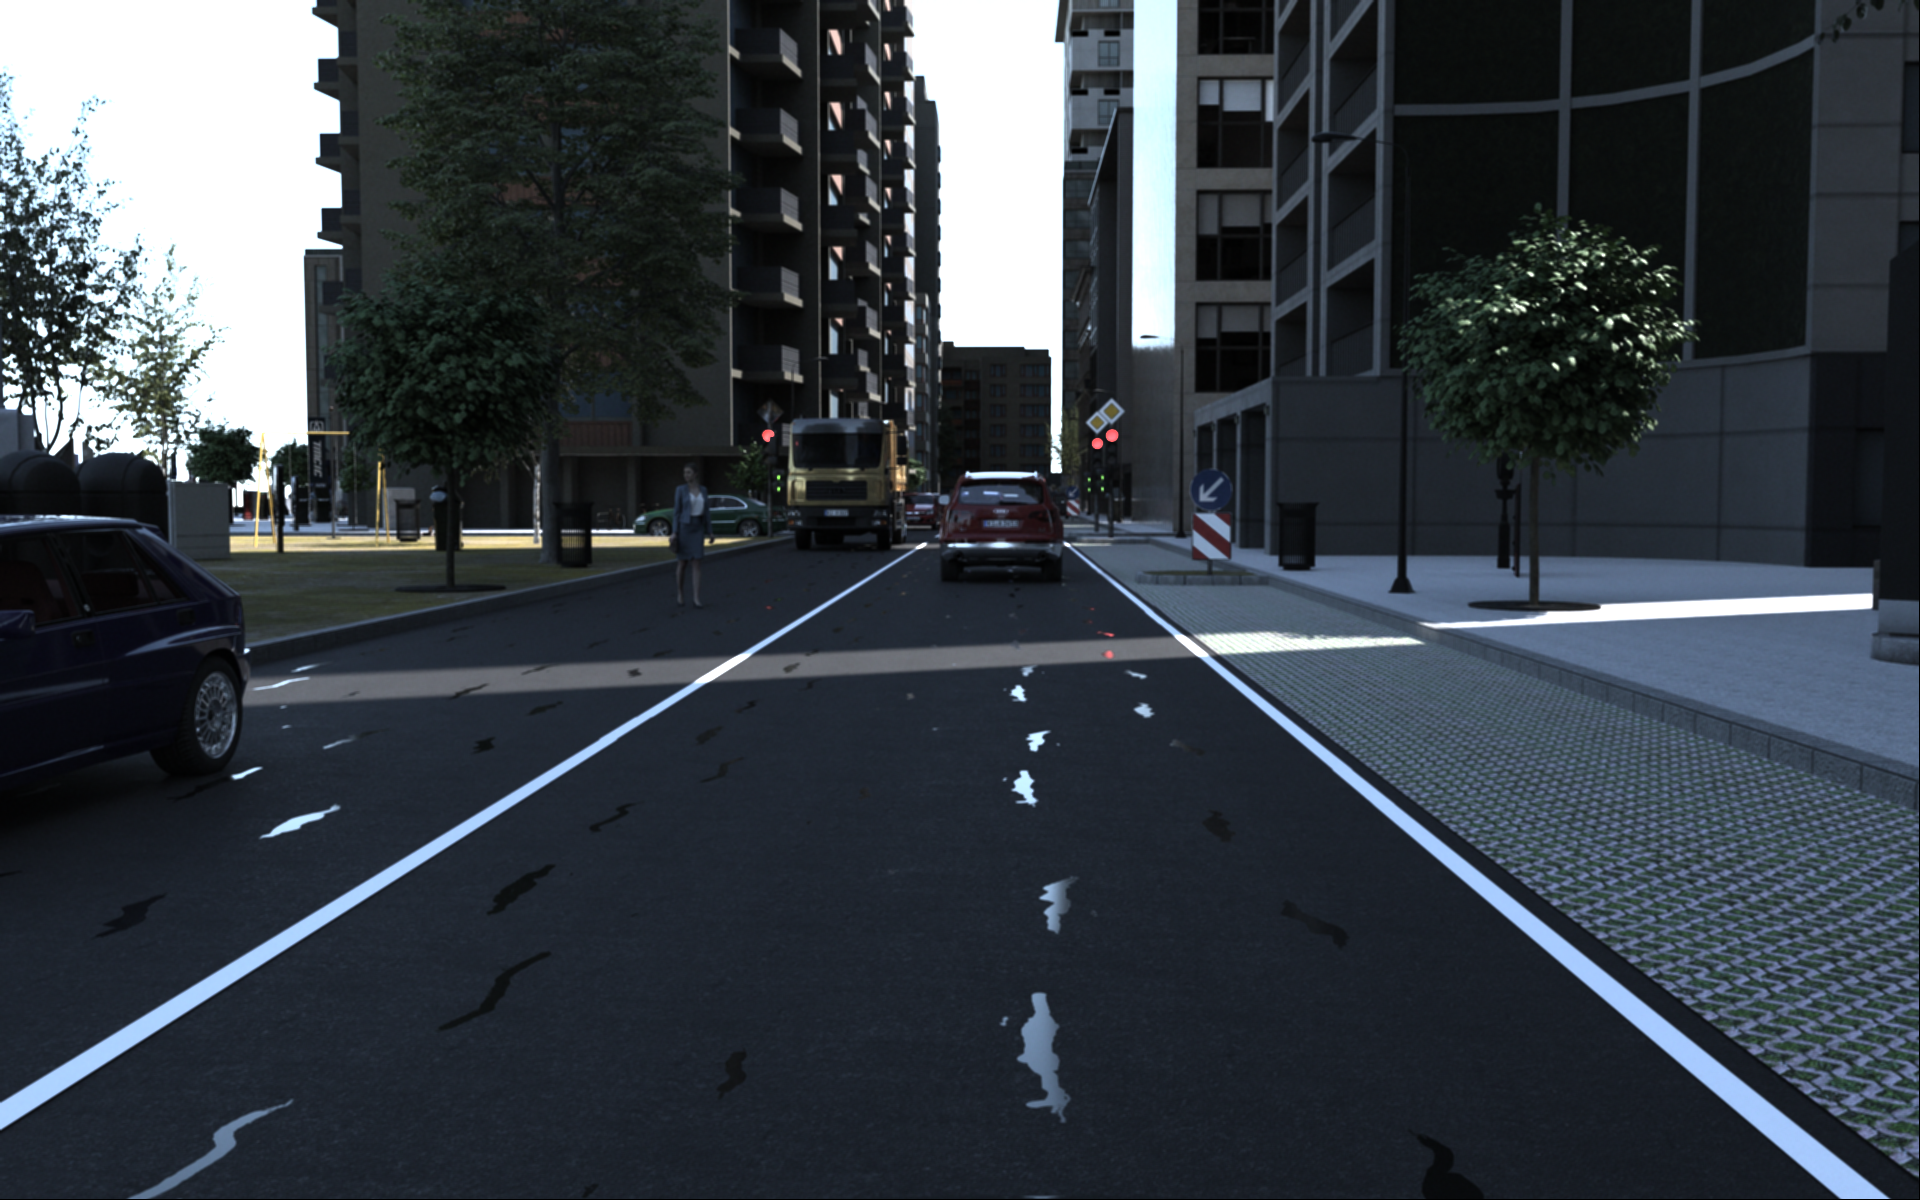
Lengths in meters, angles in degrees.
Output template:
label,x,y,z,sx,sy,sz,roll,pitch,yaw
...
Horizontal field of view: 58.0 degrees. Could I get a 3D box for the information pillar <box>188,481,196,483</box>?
label,x,y,z,sx,sy,sz,roll,pitch,yaw
information pillar,-44.568,-5.878,100.594,0.304,2.012,0.304,1,4,20

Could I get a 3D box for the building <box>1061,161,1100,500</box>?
label,x,y,z,sx,sy,sz,roll,pitch,yaw
building,15.930,-23.307,152.778,14.160,30.474,14.107,0,4,1

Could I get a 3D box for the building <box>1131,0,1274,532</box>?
label,x,y,z,sx,sy,sz,roll,pitch,yaw
building,24.391,-16.023,66.495,34.151,26.468,19.350,0,4,1

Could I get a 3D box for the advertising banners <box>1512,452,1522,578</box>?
label,x,y,z,sx,sy,sz,roll,pitch,yaw
advertising banners,8.678,-1.877,26.880,0.090,3.025,2.074,1,4,16

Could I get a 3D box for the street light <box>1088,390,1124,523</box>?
label,x,y,z,sx,sy,sz,roll,pitch,yaw
street light,6.610,-6.404,77.241,1.470,5.913,1.316,0,4,1

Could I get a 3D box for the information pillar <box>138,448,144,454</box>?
label,x,y,z,sx,sy,sz,roll,pitch,yaw
information pillar,-41.841,-5.938,88.448,0.183,3.616,0.504,2,4,32

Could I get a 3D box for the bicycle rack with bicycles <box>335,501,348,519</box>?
label,x,y,z,sx,sy,sz,roll,pitch,yaw
bicycle rack with bicycles,-31.009,-4.609,88.734,2.852,0.926,2.925,1,4,16

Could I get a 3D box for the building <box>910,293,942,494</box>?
label,x,y,z,sx,sy,sz,roll,pitch,yaw
building,-16.348,-19.497,163.808,27.650,21.520,28.899,0,4,1

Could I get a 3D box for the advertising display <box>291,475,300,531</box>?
label,x,y,z,sx,sy,sz,roll,pitch,yaw
advertising display,-23.218,-3.382,60.503,0.123,1.923,0.974,-2,4,-30

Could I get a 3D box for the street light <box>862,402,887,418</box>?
label,x,y,z,sx,sy,sz,roll,pitch,yaw
street light,-4.418,-7.057,87.923,1.470,5.913,1.316,0,4,1

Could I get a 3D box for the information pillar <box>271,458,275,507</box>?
label,x,y,z,sx,sy,sz,roll,pitch,yaw
information pillar,-38.019,-6.416,96.261,0.504,3.616,0.183,1,4,12

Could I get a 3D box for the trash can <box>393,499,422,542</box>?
label,x,y,z,sx,sy,sz,roll,pitch,yaw
trash can,-14.825,-2.133,46.525,0.748,1.137,0.748,0,3,0

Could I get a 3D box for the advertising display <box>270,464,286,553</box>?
label,x,y,z,sx,sy,sz,roll,pitch,yaw
advertising display,-14.968,-2.009,38.057,0.123,1.923,0.974,-2,4,-28

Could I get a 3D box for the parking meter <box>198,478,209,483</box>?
label,x,y,z,sx,sy,sz,roll,pitch,yaw
parking meter,-28.118,-3.595,64.494,0.399,1.863,0.255,-1,4,-15

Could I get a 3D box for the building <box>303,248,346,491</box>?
label,x,y,z,sx,sy,sz,roll,pitch,yaw
building,-67.740,-26.471,204.507,14.107,30.474,14.160,0,4,1

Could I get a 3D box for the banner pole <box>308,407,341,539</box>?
label,x,y,z,sx,sy,sz,roll,pitch,yaw
banner pole,-18.214,-3.643,49.578,0.863,3.779,0.401,-1,4,-20

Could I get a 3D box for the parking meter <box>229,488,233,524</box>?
label,x,y,z,sx,sy,sz,roll,pitch,yaw
parking meter,-31.529,-4.050,74.626,0.372,1.533,0.369,0,3,0

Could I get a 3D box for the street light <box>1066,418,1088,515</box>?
label,x,y,z,sx,sy,sz,roll,pitch,yaw
street light,7.312,-8.127,105.409,1.470,5.913,1.316,0,4,1

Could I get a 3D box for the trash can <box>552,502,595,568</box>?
label,x,y,z,sx,sy,sz,roll,pitch,yaw
trash can,-6.751,-1.140,30.287,0.748,1.137,0.748,0,3,0

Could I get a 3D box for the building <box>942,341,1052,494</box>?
label,x,y,z,sx,sy,sz,roll,pitch,yaw
building,-2.558,-23.633,231.430,28.899,21.520,27.650,0,4,1

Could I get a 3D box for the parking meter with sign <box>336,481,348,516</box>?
label,x,y,z,sx,sy,sz,roll,pitch,yaw
parking meter with sign,-36.039,-6.424,101.286,0.543,3.016,1.738,-3,5,-42

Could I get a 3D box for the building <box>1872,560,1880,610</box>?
label,x,y,z,sx,sy,sz,roll,pitch,yaw
building,19.454,-28.391,6.186,21.231,58.520,28.212,0,4,1

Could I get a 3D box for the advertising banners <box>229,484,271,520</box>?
label,x,y,z,sx,sy,sz,roll,pitch,yaw
advertising banners,-35.146,-5.462,85.499,2.074,3.025,0.090,0,4,-3

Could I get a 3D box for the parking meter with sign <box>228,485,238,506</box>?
label,x,y,z,sx,sy,sz,roll,pitch,yaw
parking meter with sign,-50.239,-7.456,118.170,1.738,3.016,0.543,-1,4,-18

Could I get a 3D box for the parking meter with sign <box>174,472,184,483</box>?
label,x,y,z,sx,sy,sz,roll,pitch,yaw
parking meter with sign,-50.500,-7.140,112.998,1.738,3.016,0.543,1,4,12

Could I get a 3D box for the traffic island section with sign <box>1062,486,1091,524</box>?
label,x,y,z,sx,sy,sz,roll,pitch,yaw
traffic island section with sign,5.310,-4.584,83.574,1.989,1.847,2.006,0,4,1

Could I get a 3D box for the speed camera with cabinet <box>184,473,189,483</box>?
label,x,y,z,sx,sy,sz,roll,pitch,yaw
speed camera with cabinet,-50.264,-7.154,111.308,2.038,3.252,0.660,-2,4,-26

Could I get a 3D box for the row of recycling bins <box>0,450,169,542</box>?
label,x,y,z,sx,sy,sz,roll,pitch,yaw
row of recycling bins,-8.988,-0.540,15.943,1.069,1.692,3.534,2,4,34

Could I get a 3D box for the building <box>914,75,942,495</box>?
label,x,y,z,sx,sy,sz,roll,pitch,yaw
building,-13.083,-35.148,198.371,21.600,48.544,21.300,0,4,1

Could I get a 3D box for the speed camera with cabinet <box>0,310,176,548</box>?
label,x,y,z,sx,sy,sz,roll,pitch,yaw
speed camera with cabinet,-9.849,-1.520,19.193,2.038,3.252,0.660,-2,4,-30

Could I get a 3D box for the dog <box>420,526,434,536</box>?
label,x,y,z,sx,sy,sz,roll,pitch,yaw
dog,-17.379,-2.223,56.540,0.550,0.427,0.748,-3,5,-40

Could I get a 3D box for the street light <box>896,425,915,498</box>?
label,x,y,z,sx,sy,sz,roll,pitch,yaw
street light,-3.702,-8.799,116.407,1.470,5.913,1.316,0,4,1

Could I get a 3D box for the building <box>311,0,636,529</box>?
label,x,y,z,sx,sy,sz,roll,pitch,yaw
building,-15.074,-25.738,75.437,22.147,44.769,28.867,0,4,1

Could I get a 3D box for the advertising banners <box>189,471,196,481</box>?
label,x,y,z,sx,sy,sz,roll,pitch,yaw
advertising banners,-47.846,-6.947,109.778,2.074,3.025,0.090,-1,4,-10

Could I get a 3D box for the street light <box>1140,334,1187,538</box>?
label,x,y,z,sx,sy,sz,roll,pitch,yaw
street light,5.928,-4.771,50.551,1.470,5.913,1.316,0,4,1

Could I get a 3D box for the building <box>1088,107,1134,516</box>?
label,x,y,z,sx,sy,sz,roll,pitch,yaw
building,15.151,-17.128,99.104,14.314,24.678,30.058,0,4,1

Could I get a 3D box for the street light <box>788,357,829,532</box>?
label,x,y,z,sx,sy,sz,roll,pitch,yaw
street light,-5.155,-5.290,59.040,1.470,5.913,1.316,0,4,1

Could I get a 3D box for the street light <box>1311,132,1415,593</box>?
label,x,y,z,sx,sy,sz,roll,pitch,yaw
street light,5.209,-3.048,22.383,1.470,5.913,1.316,0,4,1

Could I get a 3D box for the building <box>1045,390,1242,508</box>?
label,x,y,z,sx,sy,sz,roll,pitch,yaw
building,20.335,-46.461,197.894,20.563,71.187,20.611,0,4,1

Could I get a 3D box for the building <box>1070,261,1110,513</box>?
label,x,y,z,sx,sy,sz,roll,pitch,yaw
building,13.503,-15.861,123.951,10.561,19.102,19.286,0,4,1

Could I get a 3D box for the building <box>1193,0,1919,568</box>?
label,x,y,z,sx,sy,sz,roll,pitch,yaw
building,16.786,-36.696,38.230,20.563,71.187,20.611,0,4,1

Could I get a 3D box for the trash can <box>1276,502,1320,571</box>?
label,x,y,z,sx,sy,sz,roll,pitch,yaw
trash can,5.688,-1.074,29.220,0.748,1.137,0.748,0,3,0

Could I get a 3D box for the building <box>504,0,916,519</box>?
label,x,y,z,sx,sy,sz,roll,pitch,yaw
building,-14.334,-28.032,112.943,22.147,44.769,28.867,0,4,1

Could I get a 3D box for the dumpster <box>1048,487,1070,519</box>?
label,x,y,z,sx,sy,sz,roll,pitch,yaw
dumpster,5.403,-5.575,99.366,1.865,1.857,1.264,0,4,3

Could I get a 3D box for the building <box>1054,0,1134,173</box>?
label,x,y,z,sx,sy,sz,roll,pitch,yaw
building,24.126,-35.726,173.363,28.713,52.752,27.495,0,4,1

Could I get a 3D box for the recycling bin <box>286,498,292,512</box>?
label,x,y,z,sx,sy,sz,roll,pitch,yaw
recycling bin,-46.815,-6.629,120.943,0.722,1.027,0.722,-3,5,-41

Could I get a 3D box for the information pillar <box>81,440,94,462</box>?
label,x,y,z,sx,sy,sz,roll,pitch,yaw
information pillar,-37.780,-5.120,75.066,0.504,3.616,0.183,0,4,-6

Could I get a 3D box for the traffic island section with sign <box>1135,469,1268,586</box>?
label,x,y,z,sx,sy,sz,roll,pitch,yaw
traffic island section with sign,3.847,-1.179,27.911,1.989,1.847,2.006,0,4,1

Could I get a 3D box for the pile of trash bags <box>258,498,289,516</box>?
label,x,y,z,sx,sy,sz,roll,pitch,yaw
pile of trash bags,-40.808,-5.754,103.829,3.447,1.369,1.912,-3,4,-39

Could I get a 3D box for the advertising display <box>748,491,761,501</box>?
label,x,y,z,sx,sy,sz,roll,pitch,yaw
advertising display,-7.279,-3.430,61.286,0.123,1.923,0.974,-2,4,-27

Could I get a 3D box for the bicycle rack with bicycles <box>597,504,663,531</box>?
label,x,y,z,sx,sy,sz,roll,pitch,yaw
bicycle rack with bicycles,-11.427,-2.899,60.776,2.852,0.926,2.925,0,4,5

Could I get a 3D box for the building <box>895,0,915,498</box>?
label,x,y,z,sx,sy,sz,roll,pitch,yaw
building,-11.002,-30.037,141.222,14.600,45.320,14.200,0,4,1
